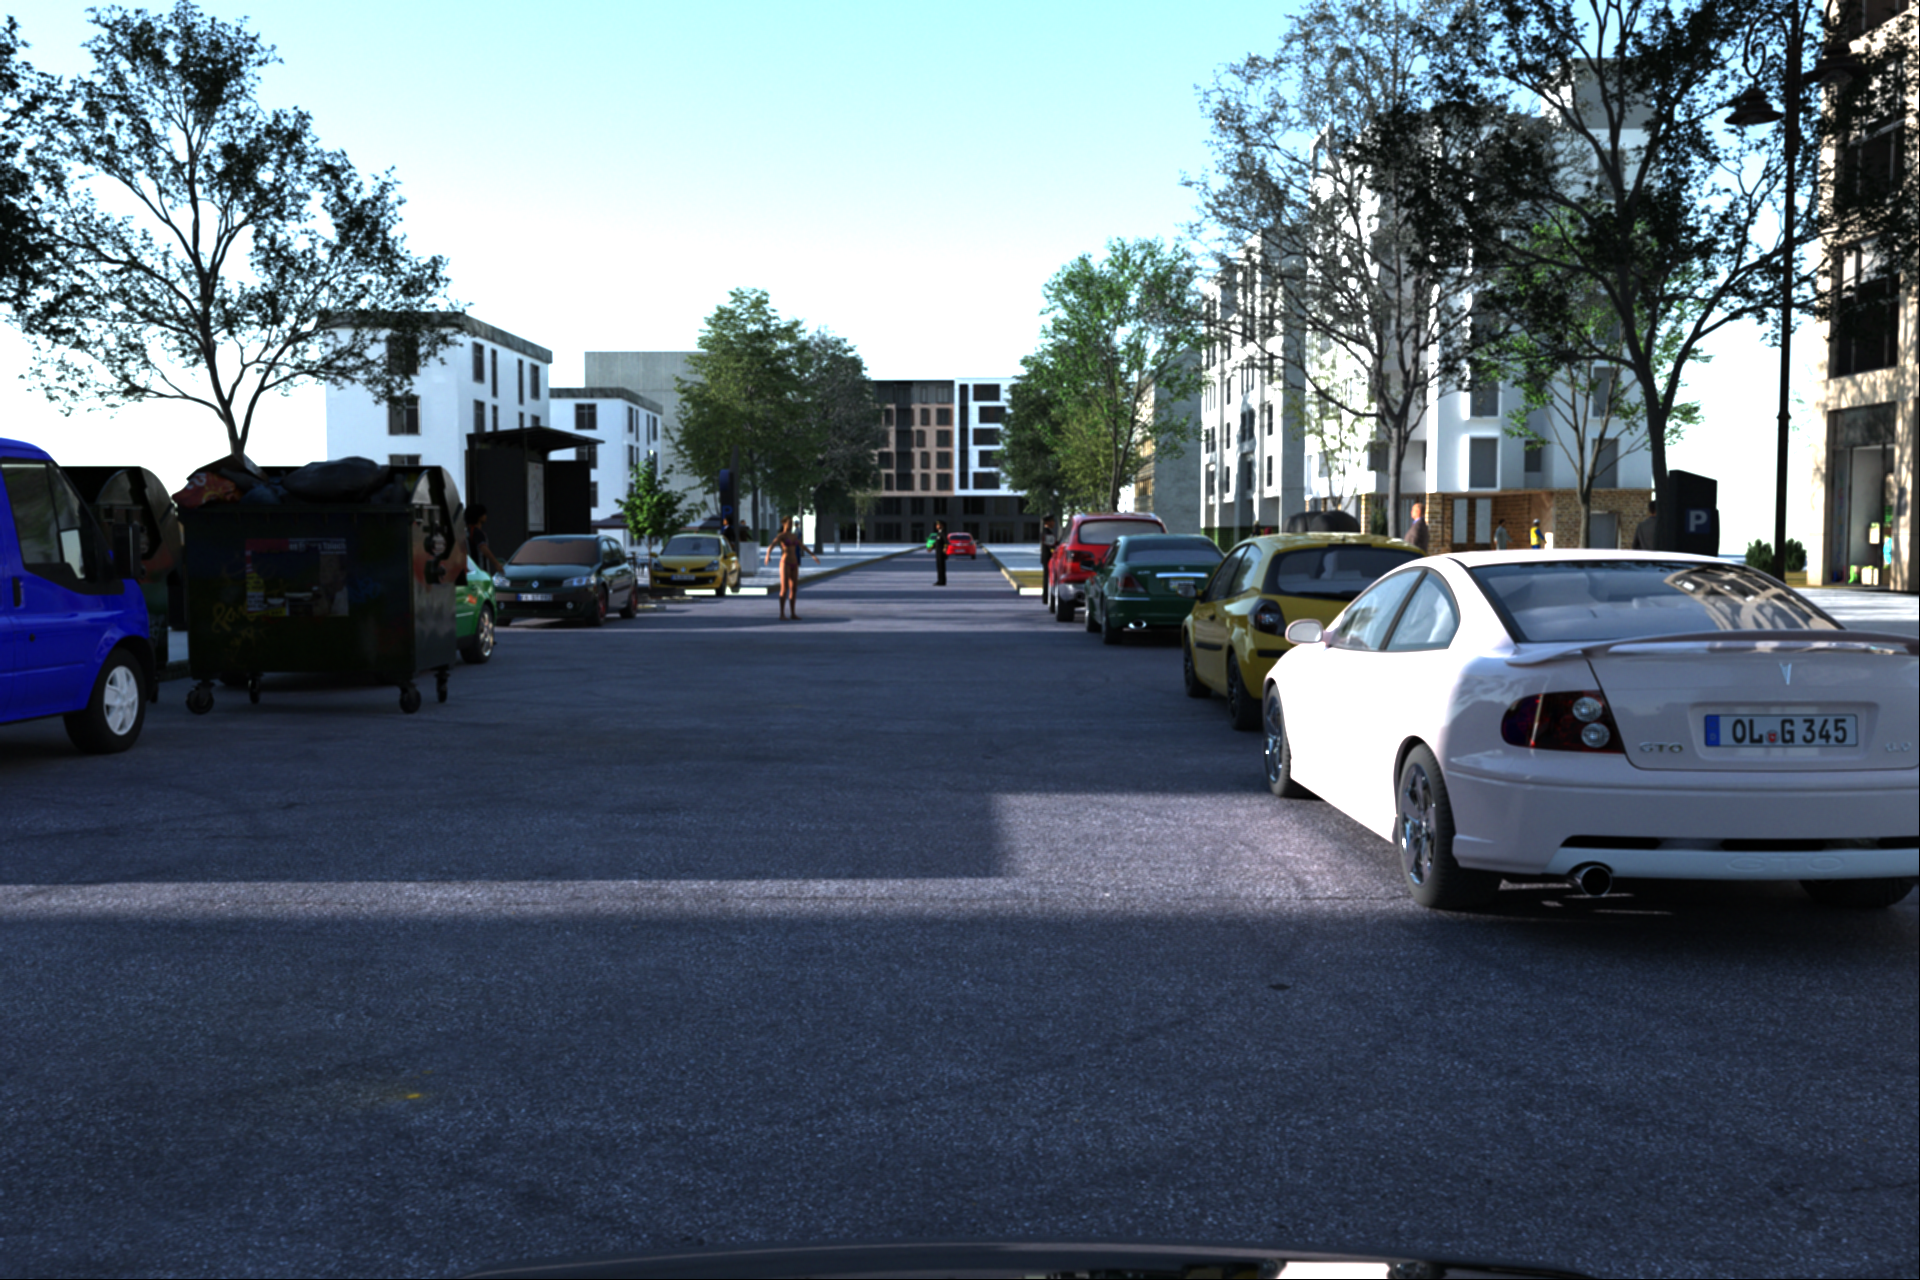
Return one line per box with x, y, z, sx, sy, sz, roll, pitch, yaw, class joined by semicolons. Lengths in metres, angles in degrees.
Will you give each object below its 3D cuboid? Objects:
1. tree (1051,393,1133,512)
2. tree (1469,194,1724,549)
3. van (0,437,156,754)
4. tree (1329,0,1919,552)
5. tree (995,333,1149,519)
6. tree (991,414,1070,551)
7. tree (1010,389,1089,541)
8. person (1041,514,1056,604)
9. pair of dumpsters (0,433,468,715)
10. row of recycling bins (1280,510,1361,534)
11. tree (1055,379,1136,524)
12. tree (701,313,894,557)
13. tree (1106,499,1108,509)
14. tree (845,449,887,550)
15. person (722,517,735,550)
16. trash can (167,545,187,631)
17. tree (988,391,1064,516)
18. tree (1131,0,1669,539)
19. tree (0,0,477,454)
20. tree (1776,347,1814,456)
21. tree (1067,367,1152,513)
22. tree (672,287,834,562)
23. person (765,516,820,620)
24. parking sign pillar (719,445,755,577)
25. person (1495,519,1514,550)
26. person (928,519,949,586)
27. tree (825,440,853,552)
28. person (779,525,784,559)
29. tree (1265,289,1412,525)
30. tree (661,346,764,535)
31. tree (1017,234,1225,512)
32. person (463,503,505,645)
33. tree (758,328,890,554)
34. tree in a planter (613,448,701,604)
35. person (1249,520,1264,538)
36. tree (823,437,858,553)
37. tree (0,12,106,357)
6.553;-8.439;88.339;4.737;8.622;4.395;0;3;0;tree
19.174;-7.774;52.858;9.928;11.665;9.643;0;3;0;tree
-6.420;-0.318;9.583;2.240;2.365;5.245;0;3;0;van
9.036;-5.355;21.962;8.767;10.594;7.601;1;4;10;tree
6.801;-12.138;105.103;9.857;13.997;8.962;0;3;0;tree
6.325;-12.421;128.847;9.928;11.665;9.643;0;3;0;tree
6.958;-11.786;118.457;9.928;11.665;9.643;0;3;0;tree
1.837;-1.651;35.389;0.705;1.837;1.347;0;4;-3;person
-6.421;-0.564;14.175;4.436;2.255;1.574;0;4;1;pair of dumpsters
6.436;-1.479;31.294;1.069;1.692;3.534;0;4;0;row of recycling bins
6.304;-8.102;82.835;4.737;8.622;4.395;0;3;0;tree
-8.756;-11.329;95.600;12.009;13.543;11.850;0;3;0;tree
21.366;-17.188;231.385;4.360;8.622;3.978;0;3;0;tree
-8.623;-11.786;143.070;4.360;8.622;3.978;0;3;0;tree
-6.292;-2.426;46.387;0.721;1.740;1.216;1;4;15;person
-10.272;-0.698;23.059;0.748;1.137;0.748;0;3;0;trash can
7.127;-14.080;140.571;12.009;13.543;11.850;0;3;0;tree
9.053;-7.670;35.776;12.009;13.543;11.850;0;3;0;tree
-12.288;-5.815;29.488;7.601;10.594;8.767;3;5;43;tree
28.833;-6.414;55.238;4.360;8.622;3.978;0;3;0;tree
6.495;-7.751;77.098;4.737;8.622;4.395;0;3;0;tree
-9.903;-9.918;80.283;7.486;12.596;7.792;0;3;0;tree
-2.801;-1.198;28.848;0.721;1.733;1.217;3;5;41;person
-6.868;-3.866;51.674;1.447;3.967;1.447;0;4;-1;parking sign pillar
19.149;-3.360;61.118;0.705;1.806;1.347;3;5;43;person
-0.555;-2.431;48.132;0.705;1.837;1.347;-1;4;-20;person
-9.231;-10.756;126.215;4.737;8.622;4.395;0;3;0;tree
-5.658;-3.060;56.254;0.704;1.802;1.346;1;4;10;person
10.649;-6.017;48.739;4.360;8.622;3.978;0;3;0;tree
-9.570;-7.206;68.177;4.737;8.622;4.395;0;3;0;tree
5.465;-8.225;60.231;9.928;11.665;9.643;0;3;0;tree
-6.195;-0.840;22.337;0.704;1.843;1.345;-2;4;-34;person
-8.961;-12.389;109.207;9.857;13.997;8.962;0;3;0;tree
-6.508;-2.389;36.276;1.991;3.239;1.994;0;4;0;tree in a planter
12.435;-4.092;72.686;0.705;1.856;1.354;3;5;42;person
-8.224;-10.336;119.362;4.360;8.622;3.978;0;3;0;tree
-12.477;-5.076;17.413;7.601;10.594;8.767;0;3;0;tree
